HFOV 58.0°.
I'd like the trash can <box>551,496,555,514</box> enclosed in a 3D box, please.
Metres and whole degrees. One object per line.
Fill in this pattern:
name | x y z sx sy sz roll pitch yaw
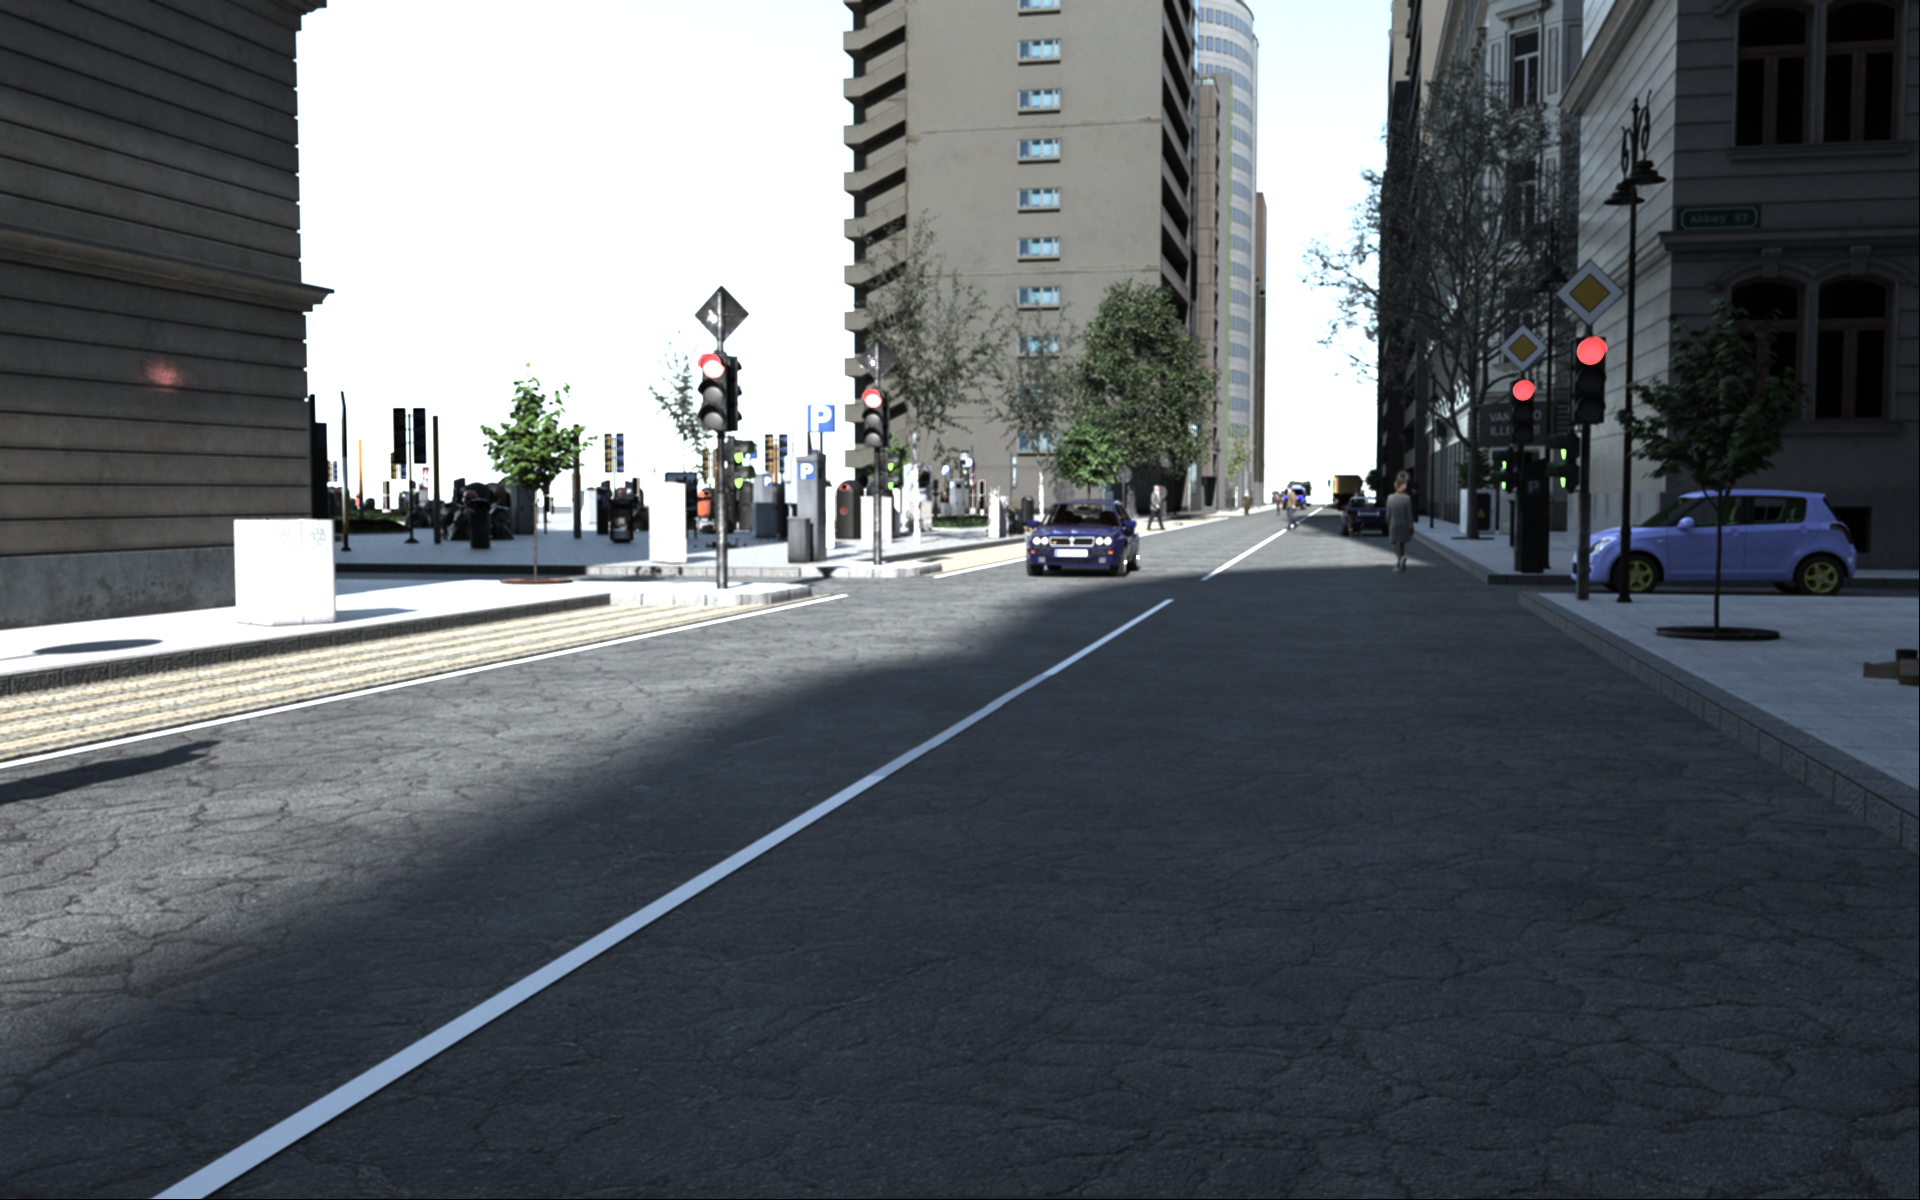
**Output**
trash can | -26.054 -6.001 109.777 0.748 1.137 0.748 0 3 0

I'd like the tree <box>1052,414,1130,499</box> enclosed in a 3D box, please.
tree | 5.294 -5.348 71.157 4.285 4.588 4.351 0 3 0

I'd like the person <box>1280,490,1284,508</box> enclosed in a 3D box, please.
person | 32.515 -10.159 174.601 1.348 1.824 0.705 1 4 18

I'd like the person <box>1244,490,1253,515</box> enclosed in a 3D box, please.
person | 20.044 -6.803 120.460 0.721 1.736 1.217 3 4 38

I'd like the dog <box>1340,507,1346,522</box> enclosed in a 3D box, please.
dog | 19.689 -4.421 89.113 0.800 0.831 0.513 0 4 -5

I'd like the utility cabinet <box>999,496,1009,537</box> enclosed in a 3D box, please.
utility cabinet | 1.189 -2.513 52.245 0.306 1.237 1.020 -1 4 -16

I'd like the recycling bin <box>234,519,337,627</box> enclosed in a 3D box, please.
recycling bin | -6.668 -0.279 17.122 0.722 1.027 0.722 3 5 43

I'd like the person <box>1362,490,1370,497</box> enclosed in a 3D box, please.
person | 29.828 -7.253 127.620 0.750 1.759 0.617 -1 4 -10

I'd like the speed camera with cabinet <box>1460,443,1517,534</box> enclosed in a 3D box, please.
speed camera with cabinet | 17.066 -3.732 55.346 2.038 3.252 0.660 -1 4 -9

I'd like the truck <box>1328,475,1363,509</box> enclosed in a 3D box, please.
truck | 38.042 -10.679 170.527 3.469 3.379 9.791 1 4 11

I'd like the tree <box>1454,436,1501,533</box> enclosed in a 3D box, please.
tree | 17.238 -3.846 57.488 1.663 3.219 1.824 0 3 0

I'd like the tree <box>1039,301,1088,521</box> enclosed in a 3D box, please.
tree | 2.809 -6.887 62.957 4.360 8.622 3.978 0 3 0

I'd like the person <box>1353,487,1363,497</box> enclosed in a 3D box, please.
person | 19.669 -4.709 85.889 0.834 1.777 0.661 -3 5 -42

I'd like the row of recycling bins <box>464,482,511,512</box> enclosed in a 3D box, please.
row of recycling bins | -15.975 -3.242 60.120 1.069 1.692 3.534 1 4 16

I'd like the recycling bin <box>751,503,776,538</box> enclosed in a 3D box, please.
recycling bin | -5.736 -2.356 51.079 0.722 1.027 0.722 -1 4 -17

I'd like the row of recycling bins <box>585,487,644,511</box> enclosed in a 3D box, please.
row of recycling bins | -19.877 -5.640 99.330 3.534 1.692 1.069 -2 4 -31

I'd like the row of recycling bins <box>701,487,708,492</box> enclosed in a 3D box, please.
row of recycling bins | -14.376 -5.919 103.884 1.069 1.692 3.534 1 4 23

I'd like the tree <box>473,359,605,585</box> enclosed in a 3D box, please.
tree | -6.261 -1.861 25.026 1.663 3.219 1.824 0 3 0

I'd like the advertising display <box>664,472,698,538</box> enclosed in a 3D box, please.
advertising display | -8.113 -2.763 50.387 0.974 1.923 0.123 -2 4 -27

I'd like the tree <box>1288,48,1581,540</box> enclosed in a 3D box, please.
tree | 14.406 -8.464 48.763 12.009 13.543 11.850 0 3 0

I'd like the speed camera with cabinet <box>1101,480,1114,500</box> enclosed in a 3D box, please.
speed camera with cabinet | 8.924 -6.757 104.811 0.660 3.252 2.038 0 4 -1

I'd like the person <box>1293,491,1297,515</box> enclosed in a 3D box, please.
person | 22.590 -6.587 117.670 0.593 1.643 0.415 0 4 -6

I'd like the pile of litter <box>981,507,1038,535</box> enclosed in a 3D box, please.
pile of litter | 1.362 -2.532 55.357 1.719 0.858 1.176 -2 4 -32

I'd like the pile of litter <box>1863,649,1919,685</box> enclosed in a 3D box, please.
pile of litter | 6.869 0.144 11.613 1.176 0.858 1.719 0 4 -2

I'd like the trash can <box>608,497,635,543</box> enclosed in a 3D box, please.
trash can | -8.932 -2.082 45.698 0.748 1.137 0.748 0 3 0

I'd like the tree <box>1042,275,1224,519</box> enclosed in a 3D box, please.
tree | 9.060 -10.626 90.735 9.611 12.733 9.660 0 3 0

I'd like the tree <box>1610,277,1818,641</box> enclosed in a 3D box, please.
tree | 6.711 -1.285 15.608 1.663 3.219 1.824 0 3 0

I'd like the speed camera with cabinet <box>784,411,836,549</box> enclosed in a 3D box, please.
speed camera with cabinet | -3.566 -2.852 40.973 0.660 3.252 2.038 -2 4 -24

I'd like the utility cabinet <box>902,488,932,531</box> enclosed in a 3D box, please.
utility cabinet | -1.450 -3.078 59.007 0.318 1.500 1.173 3 5 41

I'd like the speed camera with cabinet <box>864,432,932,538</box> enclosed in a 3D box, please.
speed camera with cabinet | -1.853 -3.474 51.135 2.038 3.252 0.660 -2 4 -30

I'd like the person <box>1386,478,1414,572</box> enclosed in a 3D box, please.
person | 8.070 -1.372 31.686 0.466 1.731 0.760 0 4 -7

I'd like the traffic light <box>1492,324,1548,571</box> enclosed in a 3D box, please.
traffic light | 9.283 -2.436 28.745 0.839 4.253 0.868 1 4 12

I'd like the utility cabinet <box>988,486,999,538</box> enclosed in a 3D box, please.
utility cabinet | 0.965 -2.553 50.417 0.318 1.500 1.173 0 4 -1

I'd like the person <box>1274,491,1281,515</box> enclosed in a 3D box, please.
person | 21.241 -6.480 115.922 0.415 1.643 0.593 -1 4 -15

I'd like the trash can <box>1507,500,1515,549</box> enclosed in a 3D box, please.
trash can | 13.112 -1.751 40.283 0.748 1.137 0.748 0 3 0

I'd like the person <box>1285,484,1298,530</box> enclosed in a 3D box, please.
person | 13.276 -3.737 69.518 0.836 1.842 0.656 -3 5 -39

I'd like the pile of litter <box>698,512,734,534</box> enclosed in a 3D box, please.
pile of litter | -7.996 -2.593 56.354 1.176 0.858 1.719 2 4 30

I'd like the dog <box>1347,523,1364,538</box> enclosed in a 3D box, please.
dog | 12.911 -2.281 56.582 0.406 0.507 0.540 2 4 34

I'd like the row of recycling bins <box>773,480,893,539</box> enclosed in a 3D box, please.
row of recycling bins | -3.606 -2.604 49.685 3.534 1.692 1.069 1 4 14

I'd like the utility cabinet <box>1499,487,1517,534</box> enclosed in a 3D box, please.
utility cabinet | 17.409 -2.778 54.093 0.318 1.500 1.173 -2 4 -34

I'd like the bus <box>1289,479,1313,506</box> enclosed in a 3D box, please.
bus | 40.768 -13.006 207.504 2.948 3.499 13.247 1 4 12

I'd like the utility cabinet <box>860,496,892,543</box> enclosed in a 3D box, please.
utility cabinet | -2.202 -2.113 45.704 0.306 1.237 1.020 -3 5 -40

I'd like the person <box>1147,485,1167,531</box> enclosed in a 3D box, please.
person | 7.699 -3.584 67.497 0.834 1.777 0.661 1 4 15

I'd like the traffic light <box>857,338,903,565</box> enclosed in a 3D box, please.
traffic light | -1.470 -2.580 31.110 0.839 4.253 0.868 1 4 12

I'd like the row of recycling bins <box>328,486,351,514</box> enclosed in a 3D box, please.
row of recycling bins | -32.423 -4.990 88.704 1.069 1.692 3.534 1 4 10

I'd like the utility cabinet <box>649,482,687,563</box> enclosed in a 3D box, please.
utility cabinet | -5.441 -1.443 32.268 0.318 1.500 1.173 -2 4 -30

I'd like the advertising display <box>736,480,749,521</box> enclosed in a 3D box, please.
advertising display | -10.367 -4.680 81.727 0.974 1.923 0.123 -3 5 -44

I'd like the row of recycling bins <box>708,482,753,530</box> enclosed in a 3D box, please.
row of recycling bins | -6.972 -3.321 61.411 3.534 1.692 1.069 0 4 3

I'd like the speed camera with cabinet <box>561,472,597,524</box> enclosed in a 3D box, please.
speed camera with cabinet | -16.284 -4.899 74.439 0.660 3.252 2.038 2 4 24

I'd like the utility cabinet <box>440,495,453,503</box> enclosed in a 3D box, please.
utility cabinet | -22.690 -4.007 76.676 1.020 1.237 0.306 2 4 29

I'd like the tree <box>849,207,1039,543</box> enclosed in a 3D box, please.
tree | -0.966 -5.764 44.599 4.360 8.622 3.978 0 3 0
